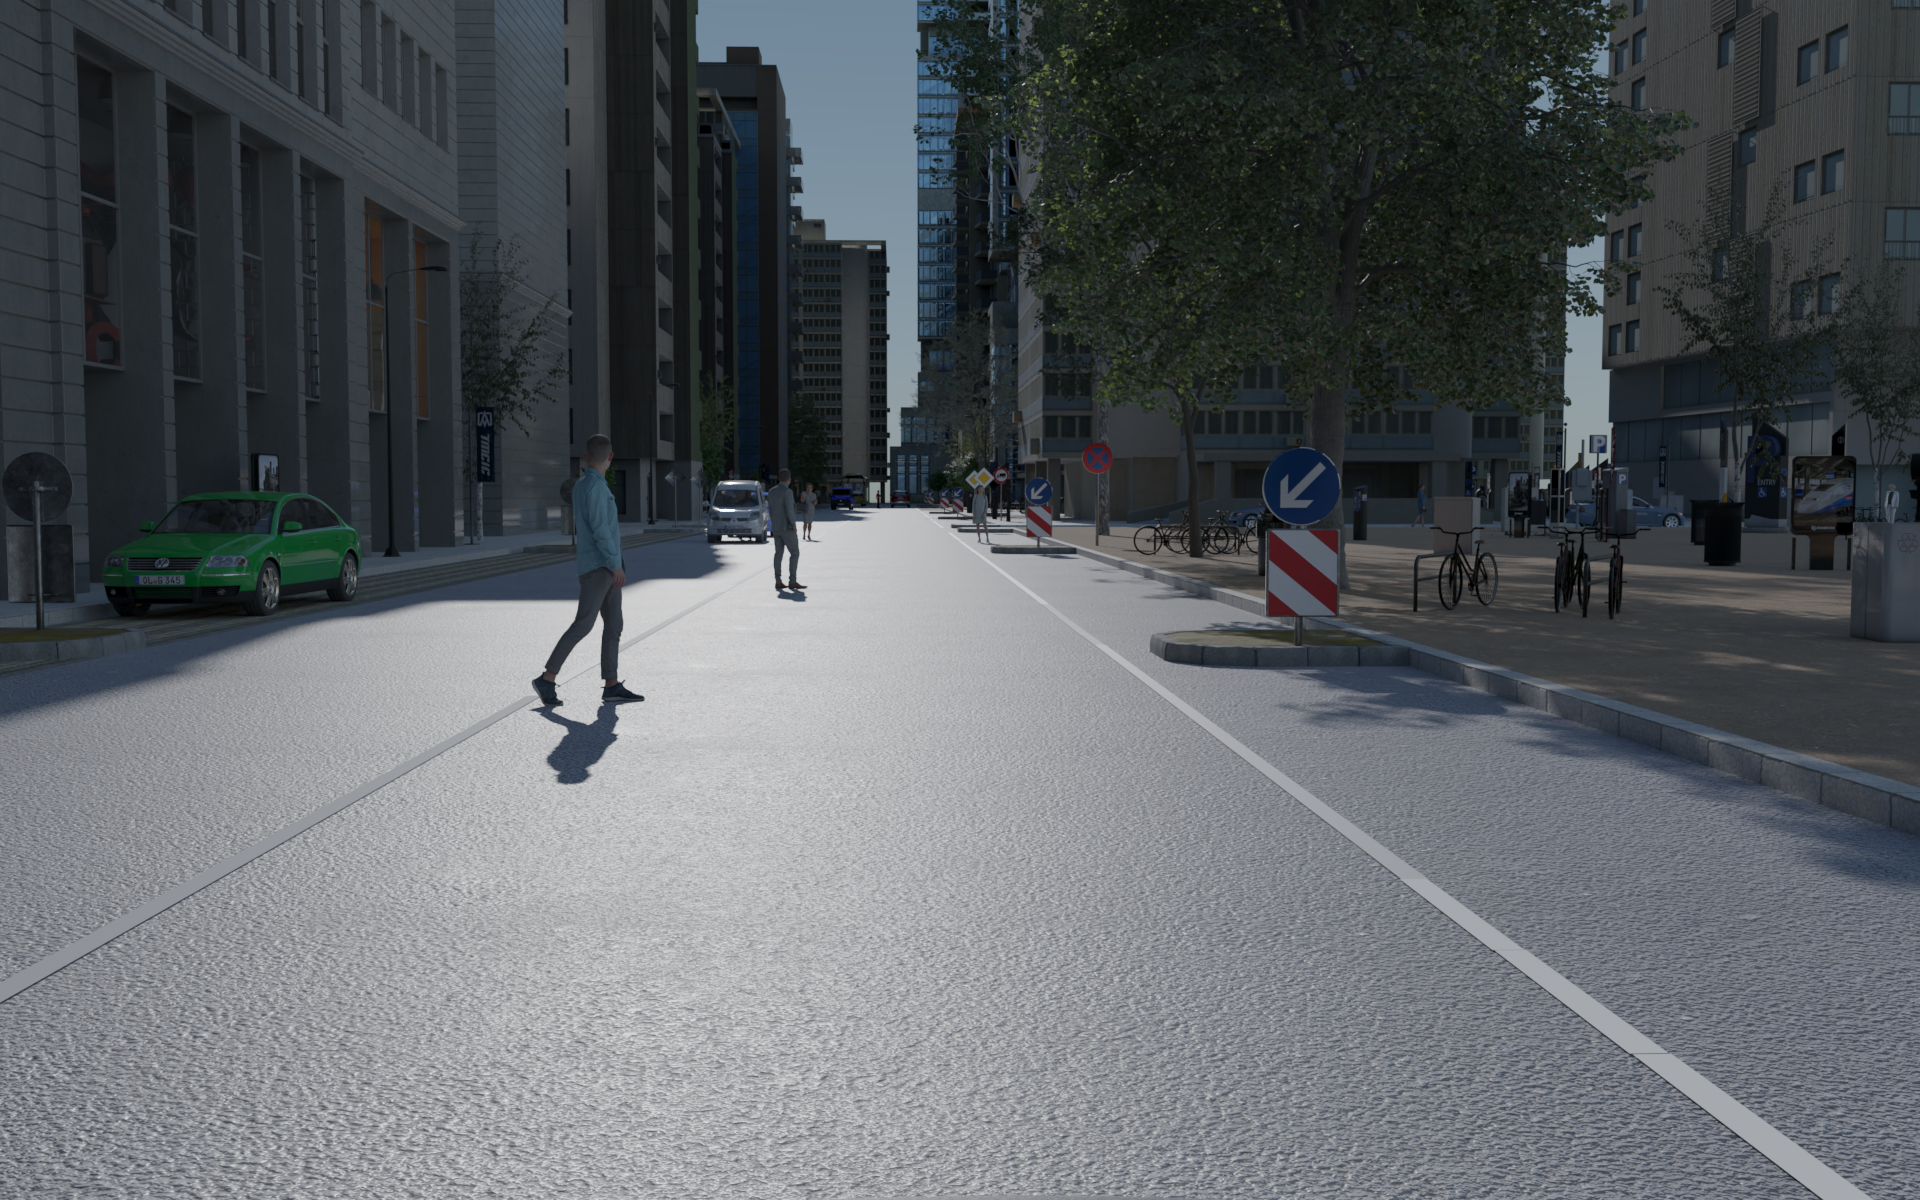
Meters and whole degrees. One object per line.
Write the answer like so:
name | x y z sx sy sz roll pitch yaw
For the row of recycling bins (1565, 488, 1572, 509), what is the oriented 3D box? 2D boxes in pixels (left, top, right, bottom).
row of recycling bins | 41.017 -6.652 115.868 1.069 1.692 3.534 2 4 25

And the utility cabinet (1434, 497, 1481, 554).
utility cabinet | 10.696 -1.597 37.273 0.306 1.237 1.020 -2 4 -35

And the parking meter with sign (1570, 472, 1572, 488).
parking meter with sign | 50.988 -9.024 143.804 1.738 3.016 0.543 -1 4 -21

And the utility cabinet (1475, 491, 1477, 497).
utility cabinet | 39.424 -7.585 132.689 1.173 1.500 0.318 3 4 36

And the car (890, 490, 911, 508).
car | -6.180 -10.478 179.991 2.281 1.827 5.304 0 4 -2

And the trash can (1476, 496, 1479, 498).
trash can | 39.618 -7.527 134.715 0.748 1.137 0.748 0 3 0

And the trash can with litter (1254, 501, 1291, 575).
trash can with litter | 5.150 -0.964 27.150 1.055 1.170 0.624 0 4 7

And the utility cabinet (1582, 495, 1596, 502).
utility cabinet | 31.619 -4.609 86.511 1.020 1.237 0.306 2 4 34

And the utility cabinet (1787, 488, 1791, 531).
utility cabinet | 28.225 -3.115 59.613 0.318 1.500 1.173 -3 4 -38

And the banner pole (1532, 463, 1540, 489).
banner pole | 46.334 -9.149 139.596 0.863 3.779 0.401 0 4 2

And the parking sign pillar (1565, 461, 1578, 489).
parking sign pillar | 49.817 -9.334 141.087 1.447 3.967 1.447 -2 4 -32

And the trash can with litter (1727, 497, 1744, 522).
trash can with litter | 35.737 -4.172 79.602 1.055 1.170 0.624 2 4 28

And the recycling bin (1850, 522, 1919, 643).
recycling bin | 8.347 -0.163 15.225 0.722 1.027 0.722 0 4 4

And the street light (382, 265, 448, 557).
street light | -11.086 -3.837 35.275 1.470 5.913 1.316 0 4 -2

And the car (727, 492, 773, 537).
car | -6.984 -3.036 59.227 1.945 1.707 3.694 0 4 0

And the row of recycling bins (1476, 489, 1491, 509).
row of recycling bins | 37.435 -7.270 125.983 3.534 1.692 1.069 1 4 22

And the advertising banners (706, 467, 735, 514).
advertising banners | -15.624 -7.145 113.010 2.074 3.025 0.090 1 4 17

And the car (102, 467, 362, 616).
car | -8.954 -0.783 21.604 1.959 1.807 4.718 0 4 -1

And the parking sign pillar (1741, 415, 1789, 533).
parking sign pillar | 26.680 -4.208 57.280 1.447 3.967 1.447 -2 4 -28

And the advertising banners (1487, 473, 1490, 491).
advertising banners | 43.683 -9.077 144.589 2.074 3.025 0.090 -3 4 -38

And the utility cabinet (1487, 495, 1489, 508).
utility cabinet | 41.042 -7.510 133.952 1.020 1.237 0.306 3 4 39

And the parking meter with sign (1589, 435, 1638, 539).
parking meter with sign | 18.948 -3.295 50.131 0.543 3.016 1.738 -1 4 -15

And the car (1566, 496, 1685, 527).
car | 26.610 -3.499 69.210 4.499 1.417 2.014 0 4 -1

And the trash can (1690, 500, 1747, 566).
trash can | 13.632 -1.180 30.945 0.748 1.137 0.748 0 3 0

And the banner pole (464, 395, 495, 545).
banner pole | -12.140 -3.288 43.768 0.863 3.779 0.401 0 4 3

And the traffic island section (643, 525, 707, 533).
traffic island section | -10.659 -2.603 64.837 2.009 0.180 2.903 0 4 -2

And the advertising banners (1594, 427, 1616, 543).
advertising banners | 17.166 -3.047 46.011 0.090 3.025 2.074 1 4 10

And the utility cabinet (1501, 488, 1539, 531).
utility cabinet | 18.943 -3.055 58.635 1.173 1.500 0.318 0 4 -5

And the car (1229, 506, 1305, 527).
car | 13.028 -3.509 69.374 4.499 1.417 2.014 0 4 -1

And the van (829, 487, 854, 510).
van | -10.739 -9.401 158.090 2.240 2.365 5.245 0 4 -1

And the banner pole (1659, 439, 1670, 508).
banner pole | 32.067 -5.431 78.819 0.401 3.779 0.863 -1 4 -15

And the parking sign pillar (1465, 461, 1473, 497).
parking sign pillar | 28.776 -6.703 98.058 1.447 3.967 1.447 1 4 15

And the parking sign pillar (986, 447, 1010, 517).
parking sign pillar | 1.977 -6.782 99.352 1.447 3.967 1.447 0 4 1

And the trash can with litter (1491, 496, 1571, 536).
trash can with litter | 17.441 -2.578 53.203 1.678 1.210 2.233 -3 5 -42

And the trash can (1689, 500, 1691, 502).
trash can | 18.652 -1.942 43.411 0.748 1.137 0.748 0 3 0

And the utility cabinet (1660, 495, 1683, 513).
utility cabinet | 34.566 -4.462 84.120 1.020 1.237 0.306 2 4 26

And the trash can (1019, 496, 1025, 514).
trash can | 4.177 -6.172 112.567 0.748 1.137 0.748 0 3 0

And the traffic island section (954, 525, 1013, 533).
traffic island section | 0.925 -2.628 65.249 2.009 0.180 2.903 0 4 -2

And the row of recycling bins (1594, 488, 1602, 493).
row of recycling bins | 40.247 -6.098 106.818 3.534 1.692 1.069 2 4 25

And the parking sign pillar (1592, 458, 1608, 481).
parking sign pillar | 48.275 -8.693 130.599 1.447 3.967 1.447 -3 5 -42

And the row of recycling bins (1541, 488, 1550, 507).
row of recycling bins | 42.269 -7.311 126.647 3.534 1.692 1.069 -3 5 -44

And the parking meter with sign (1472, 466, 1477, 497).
parking meter with sign | 31.586 -6.770 106.953 0.543 3.016 1.738 1 4 17

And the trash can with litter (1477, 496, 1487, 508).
trash can with litter | 32.699 -5.956 108.767 0.624 1.170 1.055 2 4 29

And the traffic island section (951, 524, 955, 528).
traffic island section | 0.636 -3.116 73.229 2.009 0.180 2.903 0 4 -2

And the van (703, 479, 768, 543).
van | -6.681 -2.758 52.099 2.013 2.044 4.112 0 4 -4
